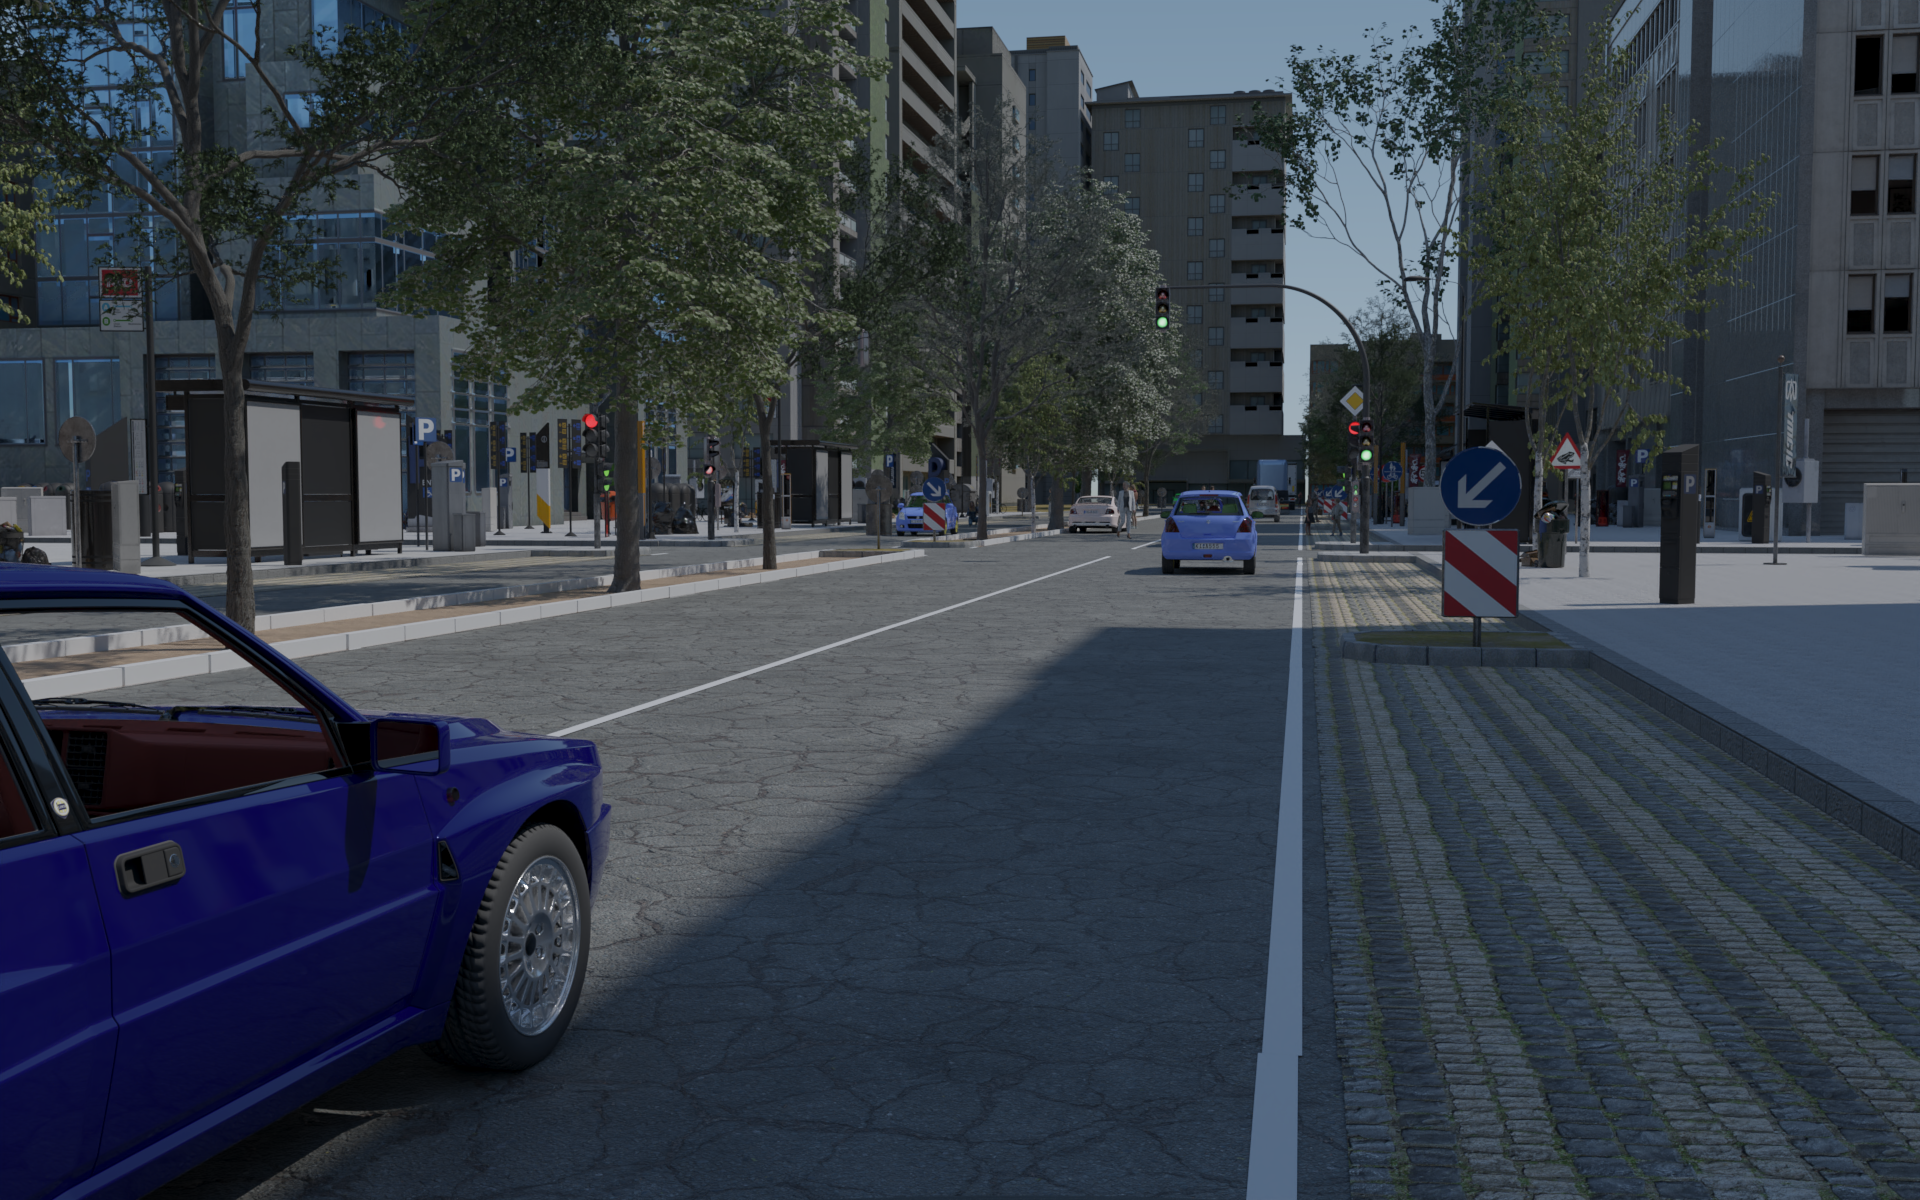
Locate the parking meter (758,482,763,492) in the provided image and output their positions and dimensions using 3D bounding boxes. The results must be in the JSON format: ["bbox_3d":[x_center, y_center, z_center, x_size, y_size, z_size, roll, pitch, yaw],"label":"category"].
[{"bbox_3d":[-9.704,-4.866,85.277,0.399,1.863,0.255,1,4,8],"label":"parking meter"}]

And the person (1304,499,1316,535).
[{"bbox_3d":[12.063,-2.844,59.663,0.362,1.253,0.373,-3,4,-36],"label":"person"}]

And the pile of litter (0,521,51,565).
[{"bbox_3d":[-15.178,-0.821,27.388,1.719,0.858,1.176,-2,4,-35],"label":"pile of litter"}]

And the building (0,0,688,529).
[{"bbox_3d":[-26.669,-46.773,77.417,22.319,86.520,31.000,1,4,11],"label":"building"}]

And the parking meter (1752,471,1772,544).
[{"bbox_3d":[20.686,-2.384,44.683,0.255,1.863,0.399,-2,4,-33],"label":"parking meter"}]

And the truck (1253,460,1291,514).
[{"bbox_3d":[23.500,-8.600,130.367,2.967,4.110,18.799,1,4,10],"label":"truck"}]

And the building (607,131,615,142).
[{"bbox_3d":[-26.277,-45.534,182.729,20.611,71.187,20.563,1,4,11],"label":"building"}]

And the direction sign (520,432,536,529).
[{"bbox_3d":[-15.844,-4.381,63.620,0.876,3.537,0.379,3,4,37],"label":"direction sign"}]

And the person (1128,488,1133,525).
[{"bbox_3d":[7.403,-4.101,76.230,0.598,1.740,0.731,-2,4,-33],"label":"person"}]

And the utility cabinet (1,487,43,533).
[{"bbox_3d":[-30.502,-2.916,56.355,1.173,1.500,0.318,-1,4,-17],"label":"utility cabinet"}]

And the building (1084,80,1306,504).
[{"bbox_3d":[31.707,-39.051,227.722,27.495,52.752,28.713,1,4,11],"label":"building"}]

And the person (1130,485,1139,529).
[{"bbox_3d":[7.157,-3.869,71.733,0.573,1.828,0.580,0,4,-6],"label":"person"}]

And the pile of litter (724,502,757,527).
[{"bbox_3d":[-8.670,-3.295,67.839,1.176,0.858,1.719,-1,4,-9],"label":"pile of litter"}]

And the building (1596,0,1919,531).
[{"bbox_3d":[35.945,-15.751,75.555,12.078,24.808,19.932,1,4,11],"label":"building"}]

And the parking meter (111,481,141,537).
[{"bbox_3d":[-15.670,-1.470,32.439,0.372,1.533,0.369,0,3,0],"label":"parking meter"}]

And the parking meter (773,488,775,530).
[{"bbox_3d":[-6.743,-3.230,61.226,0.372,1.533,0.369,0,3,0],"label":"parking meter"}]

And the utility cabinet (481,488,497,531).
[{"bbox_3d":[-16.127,-3.096,59.297,0.318,1.500,1.173,0,4,-5],"label":"utility cabinet"}]

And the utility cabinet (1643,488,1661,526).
[{"bbox_3d":[27.457,-3.660,68.522,0.318,1.500,1.173,-2,4,-26],"label":"utility cabinet"}]

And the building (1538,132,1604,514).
[{"bbox_3d":[42.672,-17.181,99.972,14.314,24.678,30.058,1,4,11],"label":"building"}]

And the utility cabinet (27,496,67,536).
[{"bbox_3d":[-28.143,-2.583,53.388,0.306,1.237,1.020,3,5,45],"label":"utility cabinet"}]

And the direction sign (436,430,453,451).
[{"bbox_3d":[-18.303,-4.241,61.341,0.876,3.537,0.379,2,4,25],"label":"direction sign"}]

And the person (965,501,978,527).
[{"bbox_3d":[0.670,-3.766,75.575,1.012,1.151,0.738,0,4,-7],"label":"person"}]

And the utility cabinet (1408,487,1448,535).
[{"bbox_3d":[14.578,-2.781,54.147,1.173,1.500,0.318,-1,4,-21],"label":"utility cabinet"}]

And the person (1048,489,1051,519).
[{"bbox_3d":[5.234,-5.566,100.045,0.362,1.759,0.519,1,4,15],"label":"person"}]

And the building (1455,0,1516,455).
[{"bbox_3d":[57.995,-38.004,163.360,21.231,58.520,28.212,1,4,11],"label":"building"}]

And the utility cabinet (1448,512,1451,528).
[{"bbox_3d":[17.827,-3.446,65.025,1.173,1.500,0.318,2,4,31],"label":"utility cabinet"}]

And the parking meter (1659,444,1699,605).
[{"bbox_3d":[8.392,-0.888,20.228,0.399,1.863,0.255,-2,4,-32],"label":"parking meter"}]

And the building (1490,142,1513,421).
[{"bbox_3d":[51.163,-22.749,143.643,14.160,30.474,14.107,1,4,11],"label":"building"}]

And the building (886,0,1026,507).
[{"bbox_3d":[-5.254,-33.992,179.475,21.600,48.544,21.300,1,4,11],"label":"building"}]

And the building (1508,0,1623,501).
[{"bbox_3d":[48.370,-27.274,129.521,14.154,41.232,14.086,1,4,11],"label":"building"}]

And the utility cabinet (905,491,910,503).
[{"bbox_3d":[-3.468,-6.551,115.793,0.318,1.500,1.173,0,4,-8],"label":"utility cabinet"}]

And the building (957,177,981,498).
[{"bbox_3d":[-6.269,-23.421,154.628,14.160,30.474,14.107,1,4,11],"label":"building"}]

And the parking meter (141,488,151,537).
[{"bbox_3d":[-24.482,-2.662,51.931,0.372,1.533,0.369,0,3,0],"label":"parking meter"}]

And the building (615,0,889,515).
[{"bbox_3d":[-12.960,-26.136,110.921,14.154,41.232,14.086,1,4,11],"label":"building"}]

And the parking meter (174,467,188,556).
[{"bbox_3d":[-16.162,-1.863,36.172,0.255,1.863,0.399,2,4,25],"label":"parking meter"}]

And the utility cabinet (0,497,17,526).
[{"bbox_3d":[-19.724,-1.468,35.158,0.306,1.237,1.020,2,4,35],"label":"utility cabinet"}]

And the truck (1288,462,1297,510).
[{"bbox_3d":[29.558,-10.419,159.267,2.839,4.237,11.283,1,4,10],"label":"truck"}]

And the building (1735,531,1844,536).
[{"bbox_3d":[36.150,-14.553,55.964,19.932,24.808,12.078,1,4,11],"label":"building"}]

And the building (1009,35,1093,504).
[{"bbox_3d":[3.005,-41.991,228.558,28.212,58.520,21.231,1,4,11],"label":"building"}]

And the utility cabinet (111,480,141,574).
[{"bbox_3d":[-13.413,-1.170,27.815,0.318,1.500,1.173,-2,4,-31],"label":"utility cabinet"}]

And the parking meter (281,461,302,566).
[{"bbox_3d":[-12.050,-1.561,31.233,0.255,1.863,0.399,-2,4,-33],"label":"parking meter"}]

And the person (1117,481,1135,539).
[{"bbox_3d":[5.284,-2.875,55.386,0.514,1.842,0.818,-1,4,-19],"label":"person"}]

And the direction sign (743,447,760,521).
[{"bbox_3d":[-10.060,-5.603,83.604,0.876,3.537,0.379,-1,4,-22],"label":"direction sign"}]

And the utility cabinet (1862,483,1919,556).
[{"bbox_3d":[19.144,-1.635,35.419,1.173,1.500,0.318,1,4,16],"label":"utility cabinet"}]

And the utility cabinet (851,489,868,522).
[{"bbox_3d":[-4.724,-4.353,79.857,1.173,1.500,0.318,-1,4,-9],"label":"utility cabinet"}]

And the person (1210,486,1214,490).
[{"bbox_3d":[12.404,-4.712,85.503,0.822,1.834,0.622,-2,4,-33],"label":"person"}]

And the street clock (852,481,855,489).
[{"bbox_3d":[-5.789,-5.379,92.509,0.358,2.002,0.471,1,4,17],"label":"street clock"}]

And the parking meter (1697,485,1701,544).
[{"bbox_3d":[18.936,-2.223,44.754,0.372,1.533,0.369,0,3,0],"label":"parking meter"}]

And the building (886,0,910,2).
[{"bbox_3d":[-12.771,-31.406,137.193,21.300,48.544,21.600,1,4,11],"label":"building"}]

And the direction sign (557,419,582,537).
[{"bbox_3d":[-11.782,-3.690,52.325,0.379,3.537,0.876,3,4,38],"label":"direction sign"}]

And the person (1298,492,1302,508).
[{"bbox_3d":[35.181,-10.344,179.085,0.415,1.643,0.593,1,4,18],"label":"person"}]

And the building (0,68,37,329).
[{"bbox_3d":[-55.314,-14.450,81.294,28.899,21.520,27.650,1,4,11],"label":"building"}]

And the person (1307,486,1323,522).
[{"bbox_3d":[17.878,-4.829,87.411,0.822,1.834,0.622,1,4,15],"label":"person"}]

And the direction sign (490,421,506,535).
[{"bbox_3d":[-14.373,-3.789,53.948,0.876,3.537,0.379,3,5,45],"label":"direction sign"}]

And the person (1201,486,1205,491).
[{"bbox_3d":[12.483,-4.907,88.502,0.659,1.850,0.755,0,4,-8],"label":"person"}]

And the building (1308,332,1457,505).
[{"bbox_3d":[59.460,-23.045,221.821,28.899,21.520,27.650,1,4,11],"label":"building"}]

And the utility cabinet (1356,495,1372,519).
[{"bbox_3d":[20.825,-4.788,89.451,0.306,1.237,1.020,-2,4,-24],"label":"utility cabinet"}]

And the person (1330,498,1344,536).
[{"bbox_3d":[12.769,-2.802,58.583,0.475,1.303,0.640,3,5,40],"label":"person"}]
